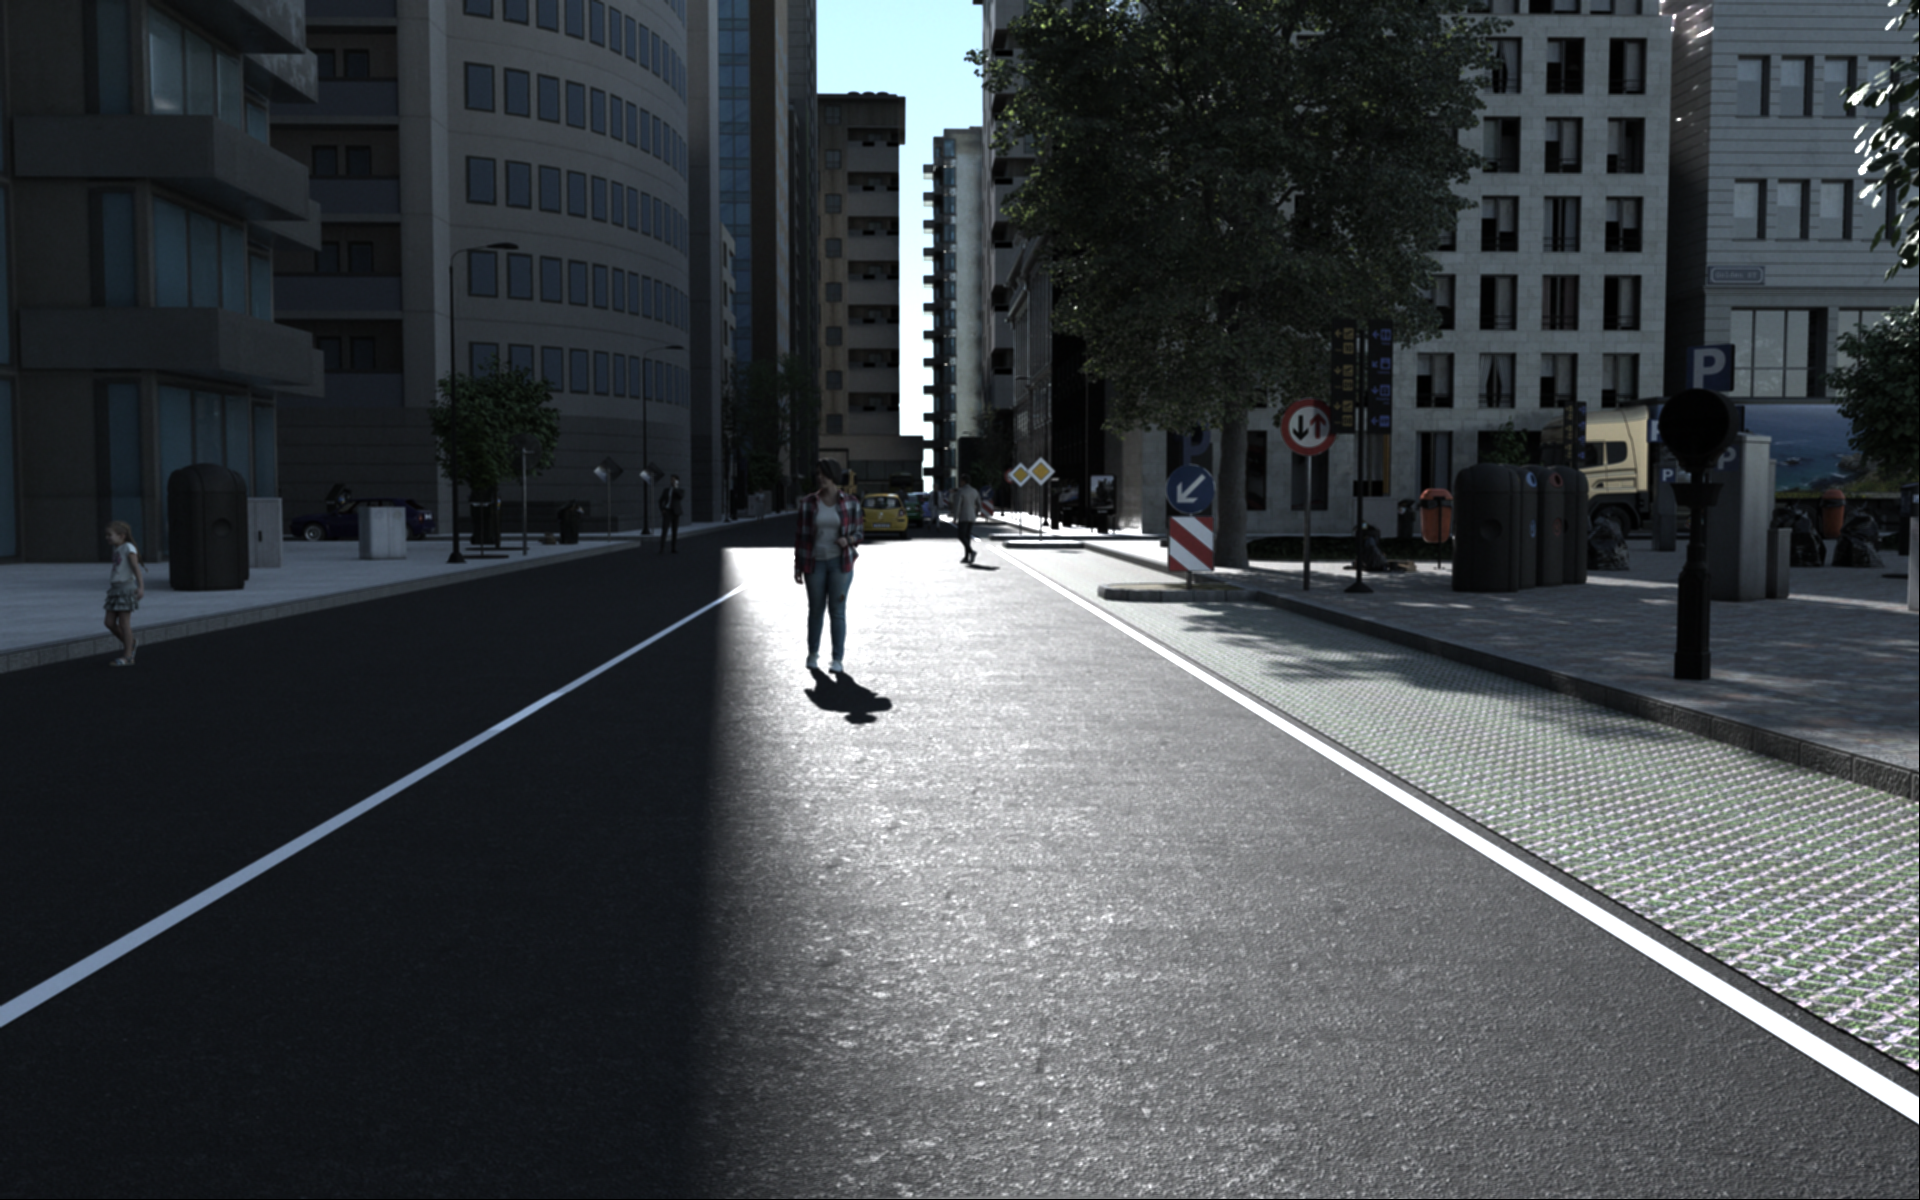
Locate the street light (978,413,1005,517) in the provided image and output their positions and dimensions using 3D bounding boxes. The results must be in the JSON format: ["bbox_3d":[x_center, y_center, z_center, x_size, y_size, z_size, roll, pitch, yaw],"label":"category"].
[{"bbox_3d":[1.896,-7.734,98.993,1.470,5.913,1.316,0,4,-2],"label":"street light"}]

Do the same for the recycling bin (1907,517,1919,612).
[{"bbox_3d":[10.780,-0.376,18.708,0.722,1.027,0.722,0,4,2],"label":"recycling bin"}]

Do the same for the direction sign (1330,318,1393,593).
[{"bbox_3d":[5.208,-1.866,22.510,0.876,3.537,0.379,-1,4,-16],"label":"direction sign"}]

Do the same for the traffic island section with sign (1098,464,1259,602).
[{"bbox_3d":[2.935,-0.928,23.807,1.989,1.847,2.006,0,4,-2],"label":"traffic island section with sign"}]

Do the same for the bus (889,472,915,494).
[{"bbox_3d":[-6.422,-12.206,191.114,2.896,3.916,12.252,0,4,-1],"label":"bus"}]

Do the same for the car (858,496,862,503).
[{"bbox_3d":[-9.702,-10.498,181.873,2.015,1.641,3.980,0,4,-3],"label":"car"}]

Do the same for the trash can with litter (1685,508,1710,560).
[{"bbox_3d":[10.914,-0.856,25.382,0.624,1.170,1.055,1,4,18],"label":"trash can with litter"}]

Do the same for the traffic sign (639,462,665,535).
[{"bbox_3d":[-9.589,-3.079,53.990,0.795,2.450,0.064,0,4,-2],"label":"traffic sign"}]

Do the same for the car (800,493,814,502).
[{"bbox_3d":[-7.658,-5.228,94.522,2.155,1.783,4.494,0,4,-4],"label":"car"}]

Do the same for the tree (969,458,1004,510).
[{"bbox_3d":[2.169,-9.752,143.154,4.285,4.588,4.351,0,3,0],"label":"tree"}]

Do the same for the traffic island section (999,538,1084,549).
[{"bbox_3d":[2.186,-1.478,46.443,2.009,0.180,2.903,0,4,-2],"label":"traffic island section"}]

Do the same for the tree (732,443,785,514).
[{"bbox_3d":[-12.916,-7.789,111.070,4.285,4.588,4.351,0,3,0],"label":"tree"}]

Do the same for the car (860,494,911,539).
[{"bbox_3d":[-2.601,-2.860,56.978,2.015,1.641,3.980,0,4,-3],"label":"car"}]

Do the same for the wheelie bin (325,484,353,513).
[{"bbox_3d":[-19.093,-2.778,53.336,0.980,1.594,0.693,3,5,42],"label":"wheelie bin"}]

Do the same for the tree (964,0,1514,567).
[{"bbox_3d":[4.796,-7.573,30.481,9.857,13.997,8.962,0,3,0],"label":"tree"}]

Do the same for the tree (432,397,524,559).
[{"bbox_3d":[-9.727,-2.450,34.665,1.663,3.219,1.824,0,3,0],"label":"tree"}]

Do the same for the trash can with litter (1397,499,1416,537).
[{"bbox_3d":[10.858,-1.945,43.193,0.624,1.170,1.055,-2,4,-28],"label":"trash can with litter"}]

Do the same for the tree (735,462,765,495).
[{"bbox_3d":[-12.344,-6.578,102.153,1.663,3.219,1.824,0,3,0],"label":"tree"}]

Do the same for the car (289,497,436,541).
[{"bbox_3d":[-17.484,-2.334,50.748,3.894,1.354,1.945,0,4,-3],"label":"car"}]

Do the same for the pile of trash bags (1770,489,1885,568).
[{"bbox_3d":[15.899,-1.344,31.724,1.912,1.369,3.447,2,4,29],"label":"pile of trash bags"}]

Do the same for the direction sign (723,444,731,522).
[{"bbox_3d":[-10.603,-5.305,78.732,0.379,3.537,0.876,0,4,3],"label":"direction sign"}]

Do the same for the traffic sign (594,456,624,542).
[{"bbox_3d":[-9.326,-2.591,46.009,0.795,2.450,0.064,0,4,-2],"label":"traffic sign"}]

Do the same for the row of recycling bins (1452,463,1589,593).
[{"bbox_3d":[7.729,-1.028,23.915,1.069,1.692,3.534,3,4,38],"label":"row of recycling bins"}]

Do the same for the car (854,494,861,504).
[{"bbox_3d":[-12.186,-11.426,196.604,2.009,1.686,4.222,0,4,-2],"label":"car"}]

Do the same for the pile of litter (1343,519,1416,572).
[{"bbox_3d":[7.085,-0.931,29.195,1.176,0.858,1.719,0,4,6],"label":"pile of litter"}]

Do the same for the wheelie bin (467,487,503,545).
[{"bbox_3d":[-12.071,-2.211,44.056,0.980,1.594,0.693,1,4,12],"label":"wheelie bin"}]

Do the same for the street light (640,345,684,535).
[{"bbox_3d":[-9.313,-4.993,54.179,1.470,5.913,1.316,0,4,-2],"label":"street light"}]

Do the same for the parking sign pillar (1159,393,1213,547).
[{"bbox_3d":[5.583,-3.279,42.085,1.447,3.967,1.447,-3,5,-45],"label":"parking sign pillar"}]

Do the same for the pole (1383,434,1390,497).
[{"bbox_3d":[13.624,-3.765,55.398,0.158,3.312,0.155,0,3,0],"label":"pole"}]

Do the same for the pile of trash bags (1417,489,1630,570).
[{"bbox_3d":[9.616,-1.230,29.865,3.447,1.369,1.912,0,3,0],"label":"pile of trash bags"}]

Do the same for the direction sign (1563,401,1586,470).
[{"bbox_3d":[14.990,-3.076,42.294,0.876,3.537,0.379,-3,4,-36],"label":"direction sign"}]

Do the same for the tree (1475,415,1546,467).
[{"bbox_3d":[13.385,-2.893,41.895,1.663,3.219,1.824,0,3,0],"label":"tree"}]

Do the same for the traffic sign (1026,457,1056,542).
[{"bbox_3d":[2.162,-2.613,46.365,0.795,2.450,0.064,0,4,-2],"label":"traffic sign"}]

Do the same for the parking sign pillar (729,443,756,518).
[{"bbox_3d":[-11.649,-6.372,92.662,1.447,3.967,1.447,0,4,1],"label":"parking sign pillar"}]

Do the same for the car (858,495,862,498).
[{"bbox_3d":[-11.314,-11.511,200.776,1.945,1.354,3.894,0,4,0],"label":"car"}]

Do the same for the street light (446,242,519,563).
[{"bbox_3d":[-8.840,-3.642,32.090,1.470,5.913,1.316,0,4,-2],"label":"street light"}]

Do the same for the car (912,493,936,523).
[{"bbox_3d":[-2.007,-4.687,86.216,1.945,1.707,3.694,0,4,-2],"label":"car"}]

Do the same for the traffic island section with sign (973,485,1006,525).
[{"bbox_3d":[1.092,-4.357,79.869,1.989,1.847,2.006,0,4,-2],"label":"traffic island section with sign"}]

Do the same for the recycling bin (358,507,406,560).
[{"bbox_3d":[-11.384,-1.320,34.128,0.722,1.027,0.722,-3,4,-37],"label":"recycling bin"}]

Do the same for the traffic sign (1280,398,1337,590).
[{"bbox_3d":[4.624,-1.402,23.032,0.768,2.556,0.104,0,4,0],"label":"traffic sign"}]

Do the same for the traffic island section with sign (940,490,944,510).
[{"bbox_3d":[-2.299,-10.676,183.178,1.989,1.847,2.006,0,4,-2],"label":"traffic island section with sign"}]

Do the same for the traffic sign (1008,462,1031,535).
[{"bbox_3d":[1.900,-3.101,54.346,0.795,2.450,0.064,0,4,-2],"label":"traffic sign"}]

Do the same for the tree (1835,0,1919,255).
[{"bbox_3d":[5.666,-1.456,7.518,4.285,4.588,4.351,0,3,0],"label":"tree"}]

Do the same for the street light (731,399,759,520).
[{"bbox_3d":[-10.487,-6.849,84.514,1.470,5.913,1.316,0,4,-2],"label":"street light"}]

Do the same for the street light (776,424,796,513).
[{"bbox_3d":[-11.547,-8.704,114.853,1.470,5.913,1.316,0,4,-2],"label":"street light"}]

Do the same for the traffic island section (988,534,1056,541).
[{"bbox_3d":[1.923,-1.966,54.424,2.009,0.180,2.903,0,4,-2],"label":"traffic island section"}]

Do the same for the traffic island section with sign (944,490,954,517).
[{"bbox_3d":[0.201,-6.020,107.062,1.989,1.847,2.006,0,4,-2],"label":"traffic island section with sign"}]

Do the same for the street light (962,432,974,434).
[{"bbox_3d":[0.846,-9.590,129.332,1.470,5.913,1.316,0,4,-2],"label":"street light"}]

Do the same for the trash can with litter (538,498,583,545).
[{"bbox_3d":[-10.172,-2.002,44.122,1.055,1.170,0.624,-2,4,-33],"label":"trash can with litter"}]

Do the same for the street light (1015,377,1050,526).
[{"bbox_3d":[2.870,-5.878,68.651,1.470,5.913,1.316,0,4,-2],"label":"street light"}]

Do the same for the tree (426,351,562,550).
[{"bbox_3d":[-10.689,-3.444,40.016,4.285,4.588,4.351,0,3,0],"label":"tree"}]

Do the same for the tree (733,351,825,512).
[{"bbox_3d":[-13.300,-12.164,124.642,9.928,11.665,9.643,0,3,0],"label":"tree"}]

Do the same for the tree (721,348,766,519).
[{"bbox_3d":[-11.874,-8.396,87.629,4.360,8.622,3.978,0,3,0],"label":"tree"}]

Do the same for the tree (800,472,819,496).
[{"bbox_3d":[-13.142,-9.555,150.830,1.663,3.219,1.824,0,3,0],"label":"tree"}]

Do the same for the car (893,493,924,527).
[{"bbox_3d":[-2.520,-4.091,75.680,1.959,1.807,4.718,0,4,-2],"label":"car"}]

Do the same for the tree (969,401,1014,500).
[{"bbox_3d":[2.486,-11.336,135.702,4.360,8.622,3.978,0,3,0],"label":"tree"}]

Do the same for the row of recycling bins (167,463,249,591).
[{"bbox_3d":[-10.599,-1.059,24.431,1.069,1.692,3.534,-1,4,-21],"label":"row of recycling bins"}]
